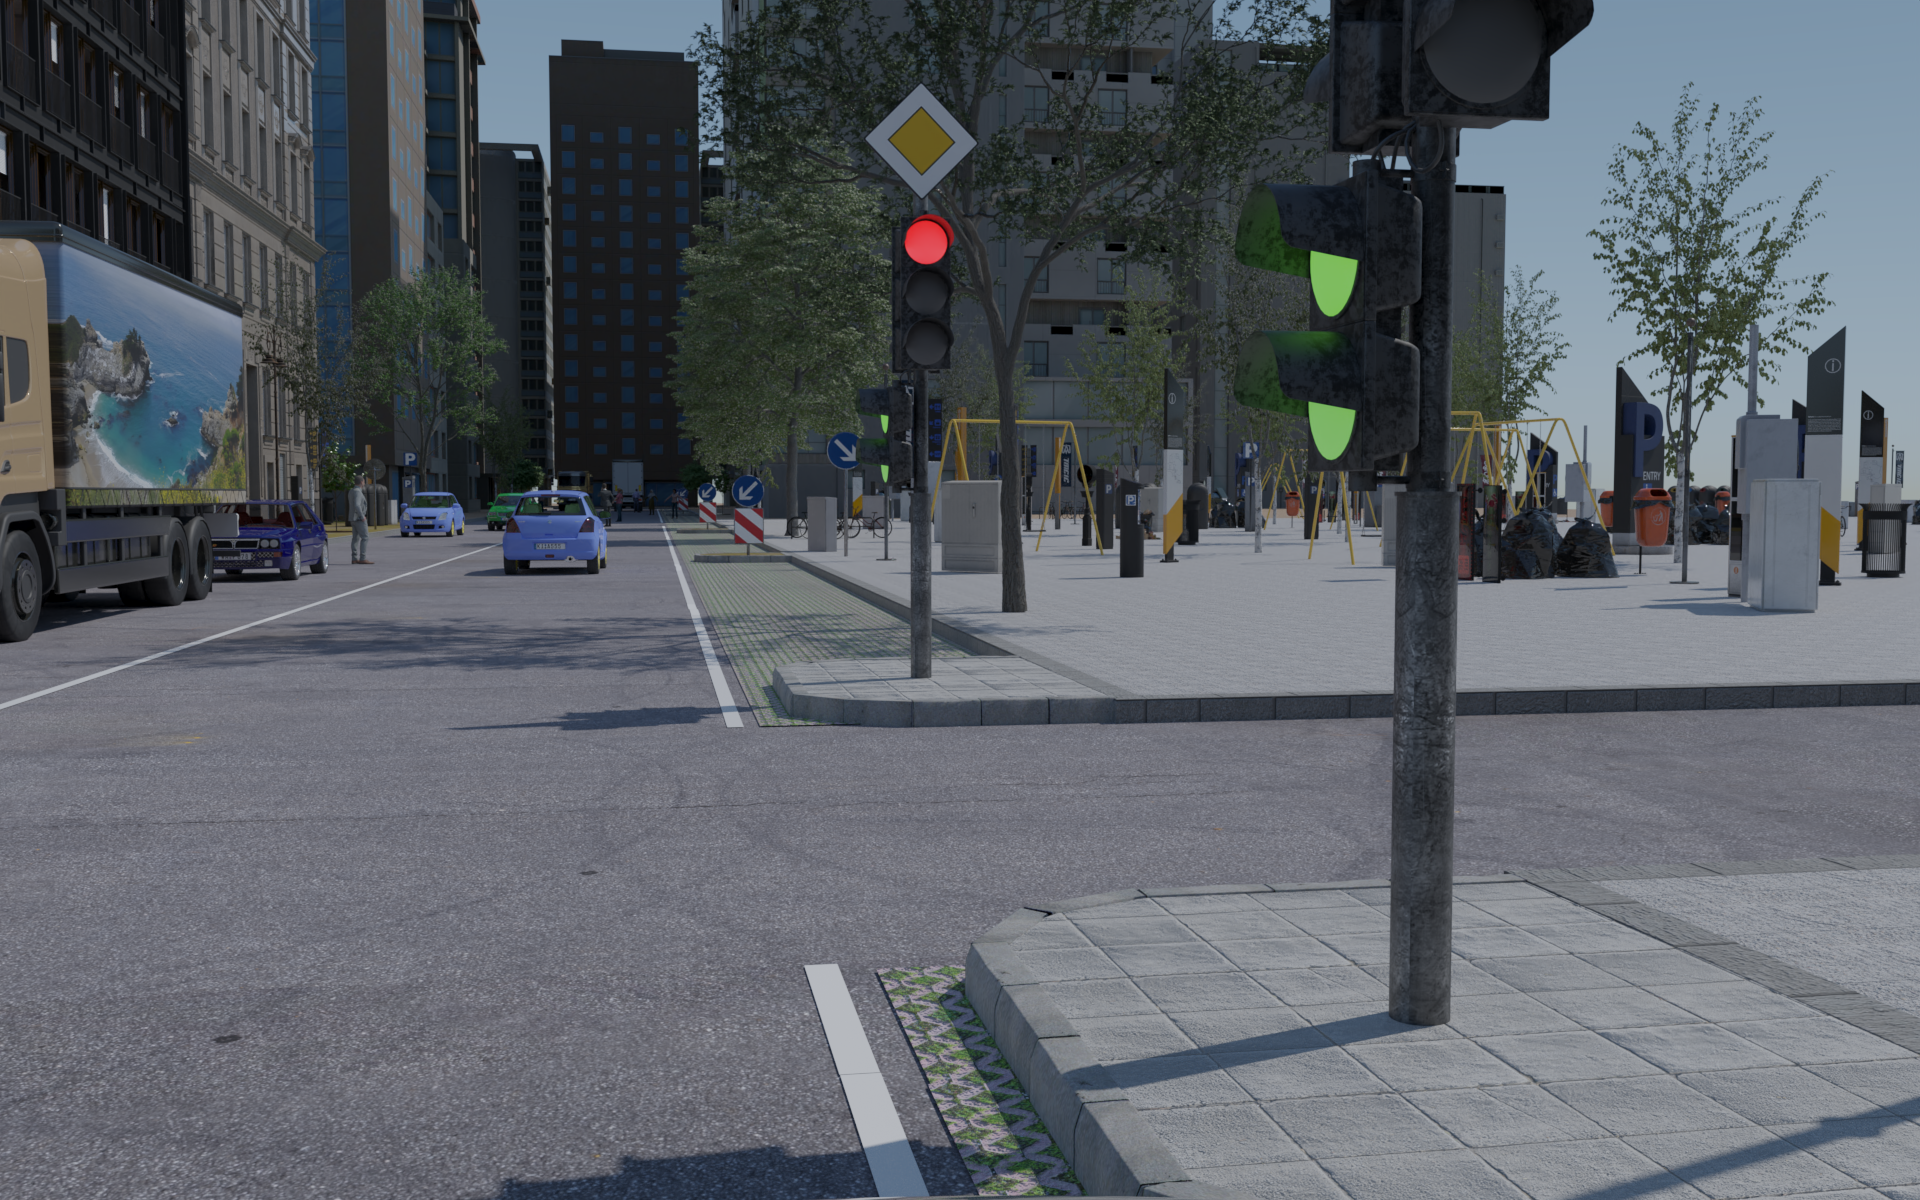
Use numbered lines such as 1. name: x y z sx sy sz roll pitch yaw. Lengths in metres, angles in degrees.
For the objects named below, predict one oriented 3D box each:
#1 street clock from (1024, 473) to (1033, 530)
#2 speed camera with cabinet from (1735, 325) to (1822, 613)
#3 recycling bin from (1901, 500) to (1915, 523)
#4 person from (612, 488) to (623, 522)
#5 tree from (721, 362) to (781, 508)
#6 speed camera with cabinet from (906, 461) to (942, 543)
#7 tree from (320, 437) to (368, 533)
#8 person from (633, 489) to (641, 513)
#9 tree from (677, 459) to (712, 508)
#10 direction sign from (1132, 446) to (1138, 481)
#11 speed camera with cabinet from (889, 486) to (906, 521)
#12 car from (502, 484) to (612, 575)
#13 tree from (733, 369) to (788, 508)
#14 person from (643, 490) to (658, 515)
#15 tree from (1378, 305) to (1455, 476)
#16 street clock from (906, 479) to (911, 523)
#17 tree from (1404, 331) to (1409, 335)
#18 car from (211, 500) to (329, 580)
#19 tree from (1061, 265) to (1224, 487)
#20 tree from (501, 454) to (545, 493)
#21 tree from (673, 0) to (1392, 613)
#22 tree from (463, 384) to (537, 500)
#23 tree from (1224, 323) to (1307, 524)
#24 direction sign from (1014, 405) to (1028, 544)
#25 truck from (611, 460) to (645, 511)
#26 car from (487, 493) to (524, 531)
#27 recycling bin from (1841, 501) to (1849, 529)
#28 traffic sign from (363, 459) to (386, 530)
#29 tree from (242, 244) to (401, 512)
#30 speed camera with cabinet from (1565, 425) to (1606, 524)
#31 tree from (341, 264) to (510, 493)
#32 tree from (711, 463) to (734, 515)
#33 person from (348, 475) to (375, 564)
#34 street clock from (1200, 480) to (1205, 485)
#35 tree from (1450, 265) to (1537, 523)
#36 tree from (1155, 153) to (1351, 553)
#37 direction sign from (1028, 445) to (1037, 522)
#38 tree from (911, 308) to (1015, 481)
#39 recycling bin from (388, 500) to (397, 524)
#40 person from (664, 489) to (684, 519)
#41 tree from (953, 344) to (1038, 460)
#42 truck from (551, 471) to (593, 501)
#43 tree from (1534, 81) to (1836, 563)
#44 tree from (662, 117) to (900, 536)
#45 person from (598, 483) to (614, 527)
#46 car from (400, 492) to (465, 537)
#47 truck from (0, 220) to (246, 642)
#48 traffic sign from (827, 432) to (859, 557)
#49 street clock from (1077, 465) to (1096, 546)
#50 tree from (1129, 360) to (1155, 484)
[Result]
1. street clock: 2.362 -3.371 59.682 0.358 2.002 0.471 0 4 7
2. speed camera with cabinet: 9.269 -1.547 19.623 0.660 3.252 2.038 1 4 16
3. recycling bin: 42.598 -3.984 77.699 0.722 1.027 0.722 3 4 37
4. person: -17.728 -4.922 89.696 0.721 1.743 1.217 1 4 13
5. tree: -10.835 -8.430 88.190 4.360 8.622 3.978 0 3 0
6. speed camera with cabinet: -0.502 -3.170 46.171 0.660 3.252 2.038 -3 4 -37
7. tree: -20.879 -3.863 57.756 1.663 3.219 1.824 0 3 0
8. person: -24.919 -7.670 133.769 0.709 1.838 0.599 1 4 17
9. tree: -24.890 -10.932 162.452 4.285 4.588 4.351 0 3 0
10. direction sign: 8.193 -5.456 81.208 0.379 3.537 0.876 -1 4 -8
11. speed camera with cabinet: -2.612 -5.359 81.963 0.660 3.252 2.038 -2 4 -33
12. car: -7.484 -1.383 32.200 1.945 1.707 3.694 -1 4 -9
13. tree: -9.297 -8.061 82.153 4.737 8.622 4.395 0 3 0
14. person: -21.075 -6.658 118.094 1.217 1.736 0.721 2 4 27
15. tree: 10.505 -5.836 45.780 4.360 8.622 3.978 0 3 0
16. street clock: -2.153 -4.434 77.067 0.471 2.002 0.358 1 4 18
17. tree: 17.770 -6.886 62.944 4.737 8.622 4.395 0 3 0
18. car: -12.057 -1.054 29.817 1.945 1.354 3.894 -1 4 -10
19. tree: 5.446 -6.366 54.440 4.737 8.622 4.395 0 3 0
20. tree: -35.228 -9.477 138.666 4.285 4.588 4.351 0 3 0
21. tree: 0.668 -5.166 18.879 8.767 10.594 7.601 1 4 9
22. tree: -30.257 -9.985 113.625 4.737 8.622 4.395 0 3 0
23. tree: 13.133 -7.509 73.131 4.737 8.622 4.395 0 3 0
24. direction sign: 1.447 -3.217 44.589 0.379 3.537 0.876 0 4 7
25. truck: -27.995 -9.612 146.063 2.839 4.237 11.283 -1 4 -11
26. car: -17.744 -3.683 69.021 1.959 1.807 4.718 -1 4 -8
27. recycling bin: 32.001 -3.112 63.441 0.722 1.027 0.722 -2 4 -24
28. traffic sign: -21.102 -3.813 62.449 0.768 2.556 0.104 -1 4 -10
29. tree: -19.266 -6.210 51.902 4.360 8.622 3.978 0 3 0
30. speed camera with cabinet: 18.245 -3.437 50.525 0.660 3.252 2.038 3 4 37
31. tree: -24.169 -9.308 77.937 9.928 11.665 9.643 0 3 0
32. tree: -14.599 -6.899 107.401 1.663 3.219 1.824 0 3 0
33. person: -12.294 -1.639 35.398 0.391 1.810 0.635 -3 5 -43
34. street clock: 12.609 -5.232 90.112 0.358 2.002 0.471 1 4 19
35. tree: 17.269 -6.396 54.940 4.737 8.622 4.395 0 3 0
36. tree: 6.486 -5.321 37.364 4.360 8.622 3.978 0 3 0
37. direction sign: 3.189 -5.387 80.069 0.876 3.537 0.379 3 5 41
38. tree: 0.003 -7.112 66.646 4.360 8.622 3.978 0 3 0
39. recycling bin: -24.307 -3.719 73.353 0.722 1.027 0.722 0 4 2
40. person: -16.628 -5.601 100.787 1.217 1.736 0.721 1 4 9
41. tree: 1.819 -8.125 83.198 4.737 8.622 4.395 0 3 0
42. truck: -32.935 -9.308 148.107 3.469 3.379 9.791 -1 4 -9
43. tree: 13.583 -4.989 31.939 4.737 8.622 4.395 0 3 0
44. tree: -4.714 -8.228 52.658 7.486 12.596 7.792 0 3 0
45. person: -15.547 -4.164 75.942 0.474 1.900 0.648 3 5 40
46. car: -17.871 -3.002 58.677 1.945 1.707 3.694 0 4 -8
47. truck: -10.810 -1.896 19.910 2.839 4.237 11.283 -1 4 -10
48. traffic sign: -2.343 -2.166 35.526 0.768 2.556 0.104 0 4 -7
49. street clock: 3.137 -2.335 42.748 0.471 2.002 0.358 3 4 36
50. tree: 10.220 -8.289 85.885 4.360 8.622 3.978 0 3 0
